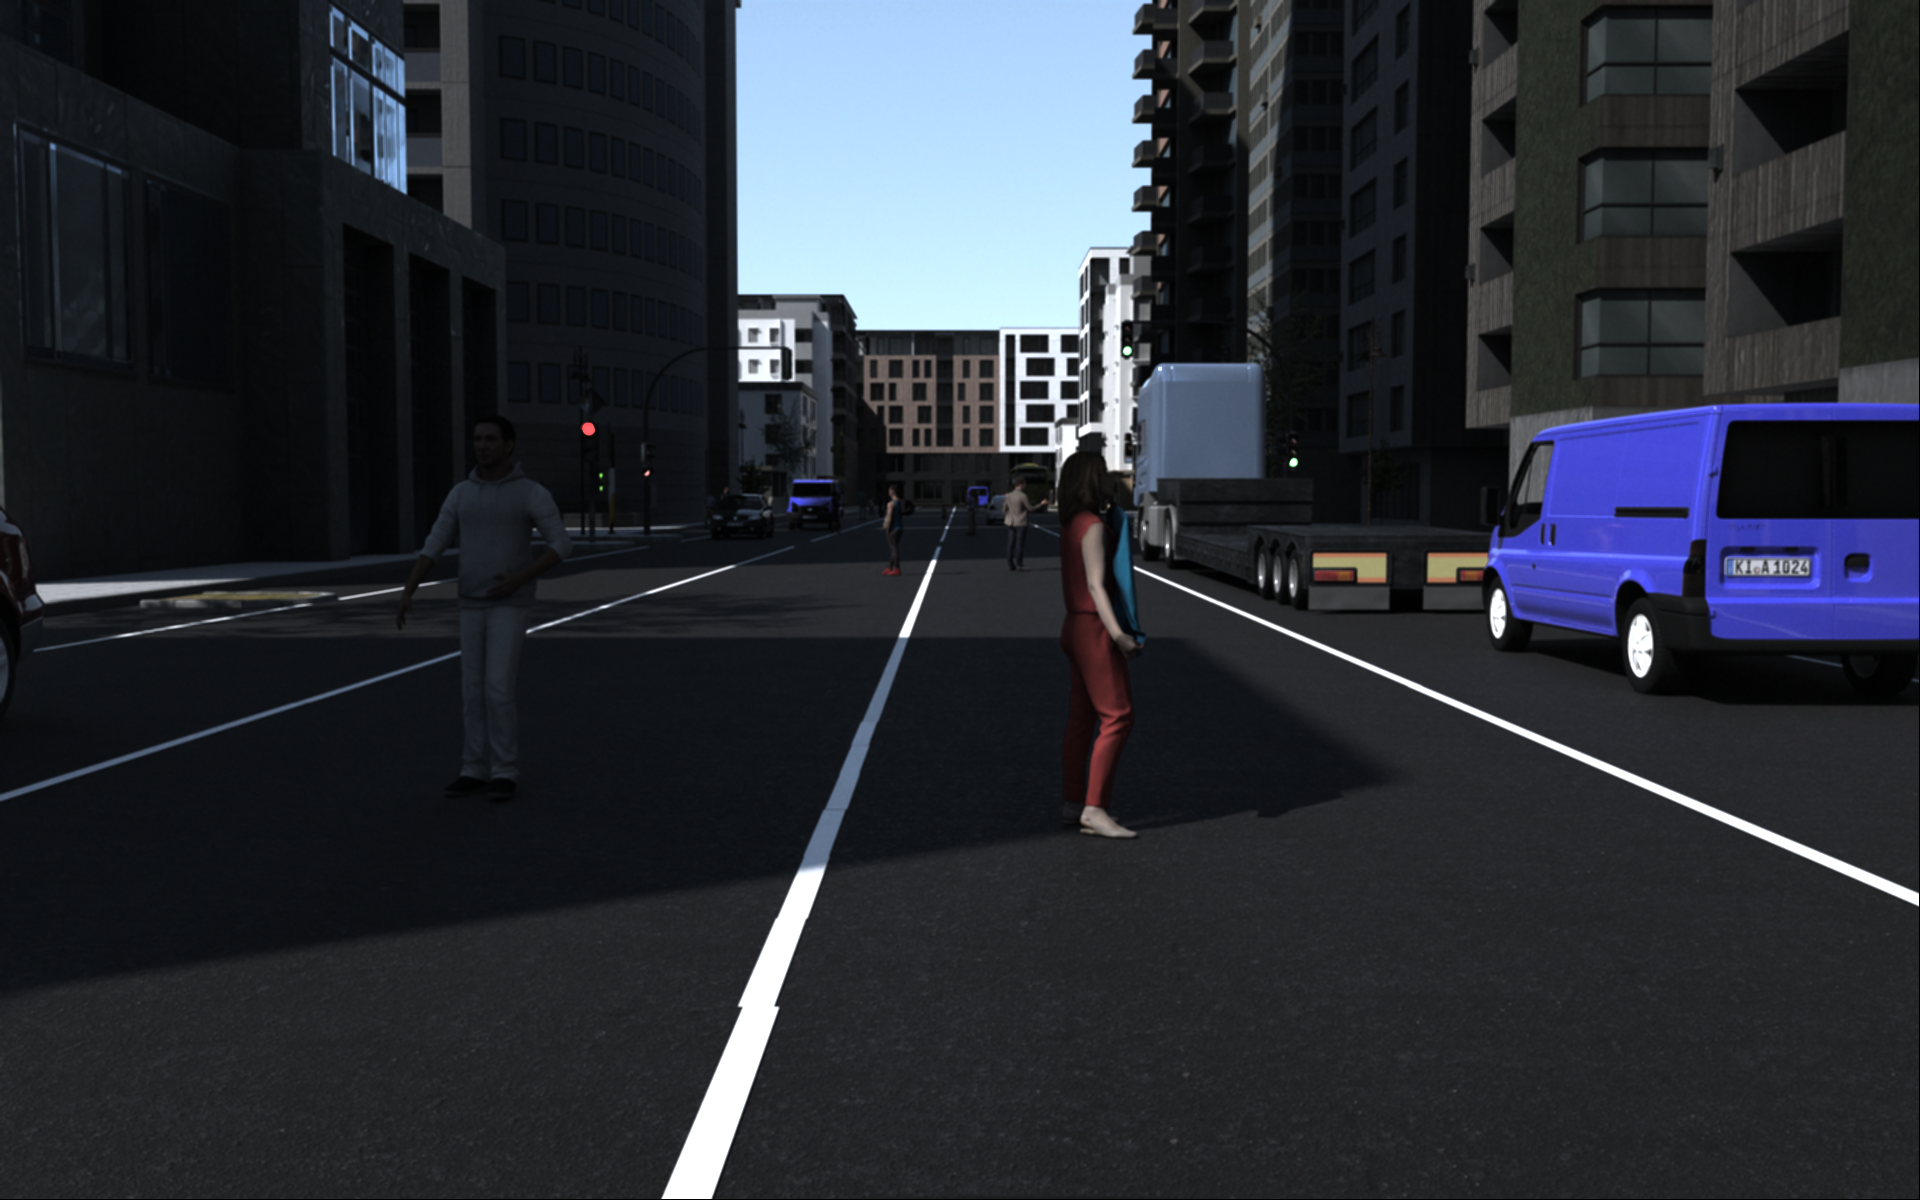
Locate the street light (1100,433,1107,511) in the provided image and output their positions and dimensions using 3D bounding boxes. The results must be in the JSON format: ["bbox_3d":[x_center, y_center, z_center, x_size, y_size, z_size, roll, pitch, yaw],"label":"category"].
[{"bbox_3d":[10.671,-9.511,128.298,0.468,5.910,1.993,0,3,0],"label":"street light"}]

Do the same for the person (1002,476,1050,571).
[{"bbox_3d":[1.236,-1.433,32.467,0.750,1.759,0.617,-2,4,-28],"label":"person"}]

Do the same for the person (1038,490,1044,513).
[{"bbox_3d":[6.058,-7.248,127.529,0.617,1.759,0.750,-3,4,-37],"label":"person"}]

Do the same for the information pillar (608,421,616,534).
[{"bbox_3d":[-11.175,-3.926,55.538,0.183,3.616,0.504,-2,4,-25],"label":"information pillar"}]

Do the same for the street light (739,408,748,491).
[{"bbox_3d":[-11.655,-7.334,92.703,0.468,5.910,1.993,0,3,0],"label":"street light"}]

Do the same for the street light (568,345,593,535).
[{"bbox_3d":[-11.780,-4.963,53.937,0.468,5.910,1.993,0,3,0],"label":"street light"}]

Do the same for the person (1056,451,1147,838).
[{"bbox_3d":[0.609,0.169,7.447,0.444,1.614,0.593,1,4,15],"label":"person"}]

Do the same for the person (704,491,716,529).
[{"bbox_3d":[-10.306,-3.717,71.336,0.516,1.574,0.319,1,4,16],"label":"person"}]

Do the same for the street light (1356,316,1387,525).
[{"bbox_3d":[10.699,-4.426,45.153,0.468,5.910,1.993,0,3,0],"label":"street light"}]

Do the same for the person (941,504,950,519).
[{"bbox_3d":[-0.852,-5.070,99.324,0.347,0.859,0.695,1,4,22],"label":"person"}]

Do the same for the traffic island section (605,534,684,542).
[{"bbox_3d":[-9.706,-1.917,53.624,2.009,0.180,2.903,0,3,0],"label":"traffic island section"}]

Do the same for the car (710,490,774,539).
[{"bbox_3d":[-7.064,-2.851,56.408,2.009,1.686,4.222,0,3,0],"label":"car"}]

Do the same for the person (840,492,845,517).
[{"bbox_3d":[-7.583,-6.089,110.116,0.516,1.574,0.319,0,4,-2],"label":"person"}]

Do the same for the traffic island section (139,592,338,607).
[{"bbox_3d":[-9.389,-0.001,22.880,1.991,0.108,1.994,0,3,0],"label":"traffic island section"}]

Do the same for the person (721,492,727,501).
[{"bbox_3d":[-8.476,-3.158,62.821,0.574,1.496,0.600,-2,4,-28],"label":"person"}]

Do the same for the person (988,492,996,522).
[{"bbox_3d":[1.646,-4.750,88.430,0.388,1.546,0.482,1,4,19],"label":"person"}]

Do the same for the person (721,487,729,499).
[{"bbox_3d":[-9.204,-3.622,68.536,0.431,1.722,0.655,1,4,17],"label":"person"}]

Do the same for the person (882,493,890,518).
[{"bbox_3d":[-4.426,-5.668,103.713,0.613,1.512,0.480,1,4,11],"label":"person"}]

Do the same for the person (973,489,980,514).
[{"bbox_3d":[1.139,-7.049,123.880,0.434,1.807,0.598,-3,5,-41],"label":"person"}]

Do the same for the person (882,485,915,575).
[{"bbox_3d":[-1.139,-1.242,30.669,0.662,1.594,0.647,1,4,22],"label":"person"}]

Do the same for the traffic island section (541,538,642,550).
[{"bbox_3d":[-9.707,-1.429,45.639,2.009,0.180,2.903,0,3,0],"label":"traffic island section"}]

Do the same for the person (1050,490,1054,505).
[{"bbox_3d":[10.445,-11.565,195.690,0.434,1.755,0.990,1,4,23],"label":"person"}]

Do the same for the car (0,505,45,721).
[{"bbox_3d":[-6.802,-0.004,8.732,2.281,1.827,5.304,0,4,1],"label":"car"}]

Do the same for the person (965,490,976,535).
[{"bbox_3d":[0.376,-3.092,61.120,0.319,1.574,0.516,2,4,33],"label":"person"}]

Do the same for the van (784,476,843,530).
[{"bbox_3d":[-5.931,-4.073,70.973,2.240,2.365,5.245,0,3,0],"label":"van"}]

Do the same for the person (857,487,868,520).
[{"bbox_3d":[-5.400,-5.362,96.301,0.598,1.807,0.434,3,5,45],"label":"person"}]

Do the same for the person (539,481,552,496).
[{"bbox_3d":[-14.866,-3.351,61.555,0.841,1.734,0.376,0,4,7],"label":"person"}]

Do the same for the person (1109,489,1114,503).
[{"bbox_3d":[11.254,-7.537,130.093,0.721,1.723,1.217,0,4,1],"label":"person"}]

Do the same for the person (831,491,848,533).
[{"bbox_3d":[-4.436,-3.189,63.010,0.453,1.535,0.546,3,5,45],"label":"person"}]

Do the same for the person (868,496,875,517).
[{"bbox_3d":[-5.395,-5.752,106.457,0.340,1.345,0.435,3,5,39],"label":"person"}]

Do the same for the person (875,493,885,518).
[{"bbox_3d":[-4.878,-5.722,104.749,0.600,1.496,0.574,0,4,8],"label":"person"}]

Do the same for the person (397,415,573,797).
[{"bbox_3d":[-2.273,0.027,8.199,0.875,1.805,0.789,1,4,12],"label":"person"}]

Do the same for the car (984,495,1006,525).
[{"bbox_3d":[2.180,-4.241,81.704,2.083,1.381,4.827,0,4,0],"label":"car"}]
